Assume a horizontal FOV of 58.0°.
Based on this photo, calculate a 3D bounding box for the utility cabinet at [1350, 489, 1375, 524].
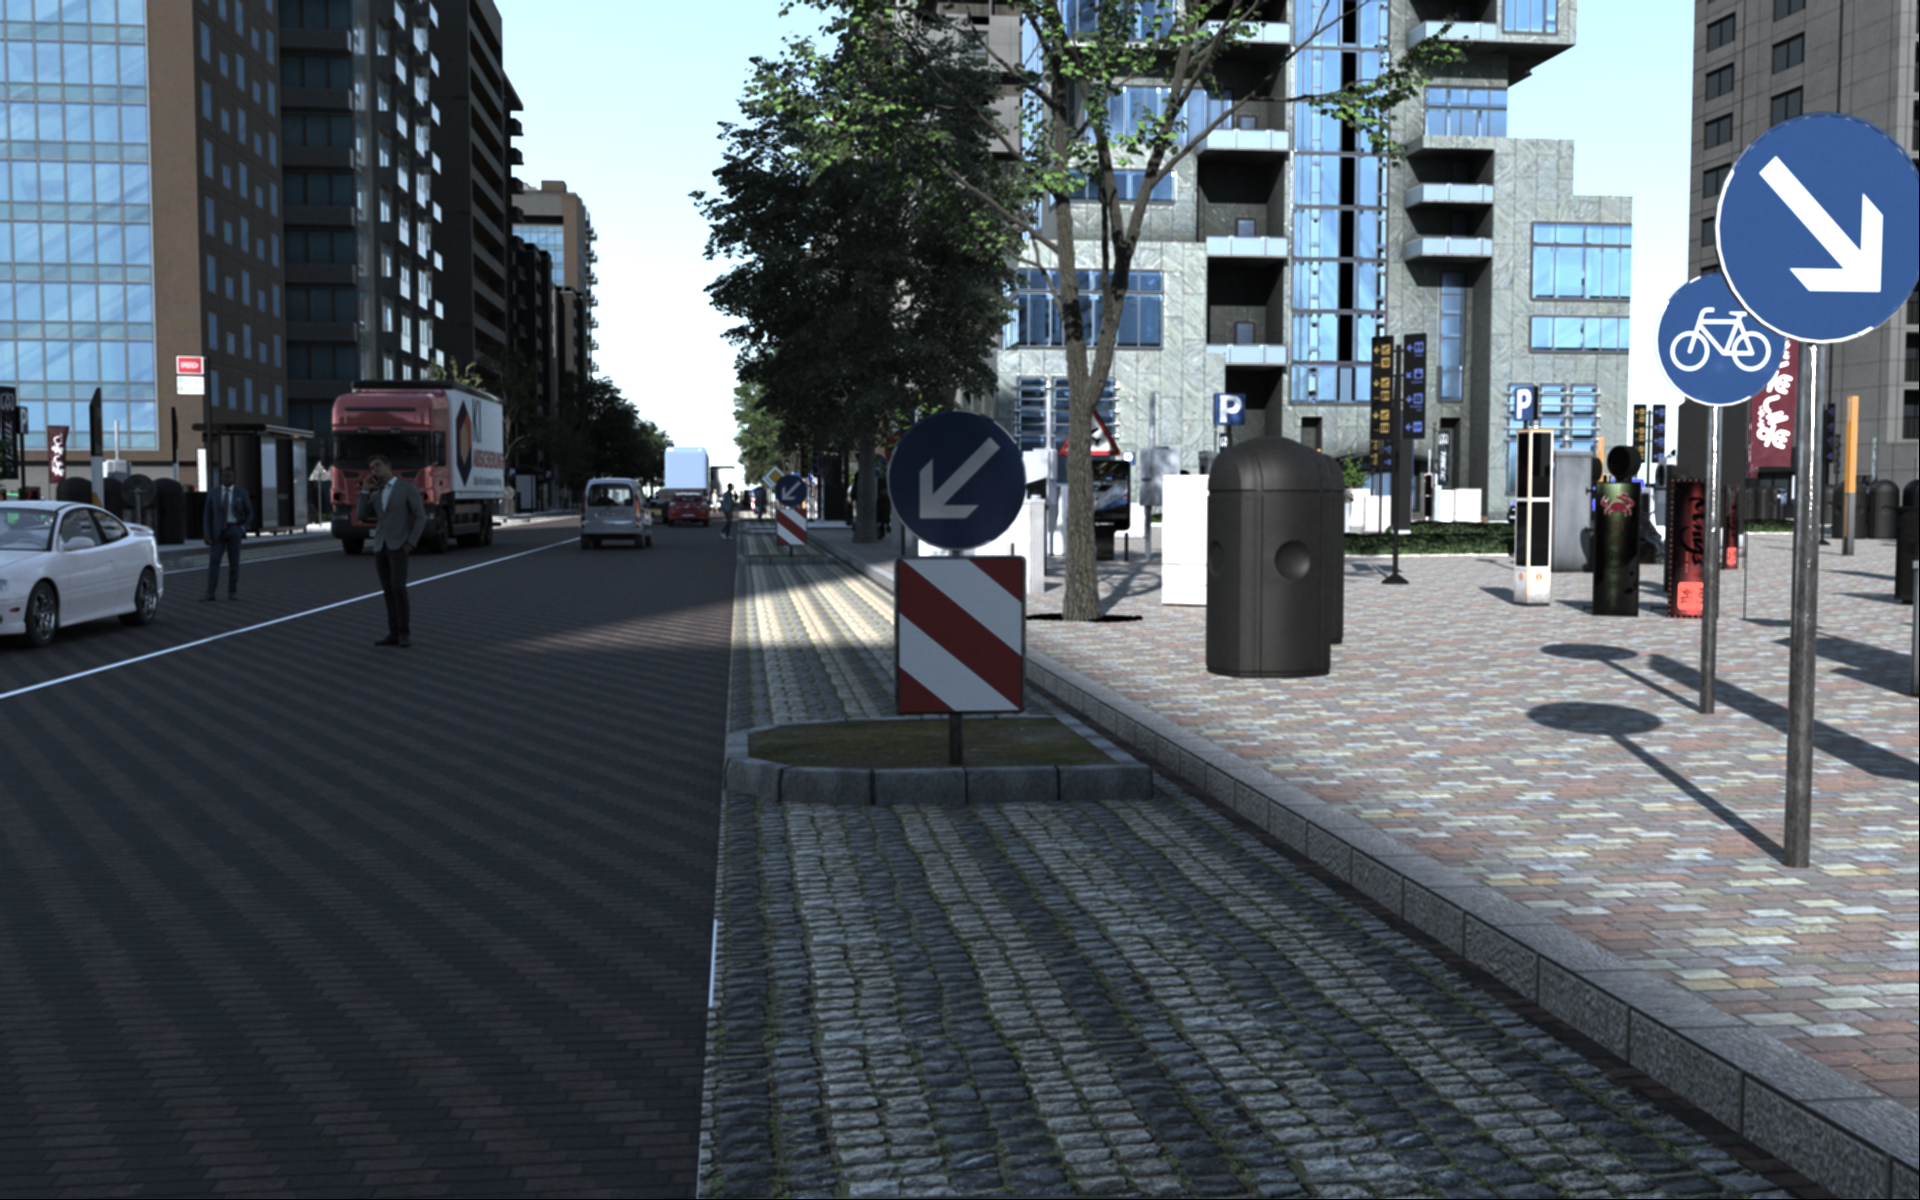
[{"bbox_3d":[16.762,-3.907,72.564,1.173,1.500,0.318,2,4,35],"label":"utility cabinet"}]

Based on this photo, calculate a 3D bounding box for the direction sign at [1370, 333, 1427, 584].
[{"bbox_3d":[6.246,-2.003,24.754,0.379,3.537,0.876,-3,5,-43],"label":"direction sign"}]

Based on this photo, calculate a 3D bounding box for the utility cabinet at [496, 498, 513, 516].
[{"bbox_3d":[-26.497,-5.503,101.137,1.020,1.237,0.306,3,5,42],"label":"utility cabinet"}]

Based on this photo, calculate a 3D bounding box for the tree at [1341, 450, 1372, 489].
[{"bbox_3d":[17.273,-5.050,77.170,1.663,3.219,1.824,0,3,0],"label":"tree"}]

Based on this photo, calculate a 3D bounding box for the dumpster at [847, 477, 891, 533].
[{"bbox_3d":[-2.998,-3.423,58.464,1.502,2.255,1.985,0,4,-7],"label":"dumpster"}]

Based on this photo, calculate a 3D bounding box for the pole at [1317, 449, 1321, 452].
[{"bbox_3d":[16.217,-5.167,78.324,0.158,3.312,0.155,0,3,0],"label":"pole"}]

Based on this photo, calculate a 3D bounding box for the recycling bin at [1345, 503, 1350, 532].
[{"bbox_3d":[10.559,-2.234,49.074,0.722,1.027,0.722,3,5,41],"label":"recycling bin"}]

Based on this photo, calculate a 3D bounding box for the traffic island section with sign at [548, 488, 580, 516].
[{"bbox_3d":[-26.485,-6.557,115.839,1.989,1.847,2.006,0,4,-7],"label":"traffic island section with sign"}]

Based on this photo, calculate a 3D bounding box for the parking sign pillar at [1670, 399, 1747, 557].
[{"bbox_3d":[15.455,-2.885,35.639,1.447,3.967,1.447,2,4,24],"label":"parking sign pillar"}]

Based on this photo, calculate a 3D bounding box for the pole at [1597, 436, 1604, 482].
[{"bbox_3d":[22.706,-4.133,61.422,0.158,3.312,0.155,0,3,0],"label":"pole"}]

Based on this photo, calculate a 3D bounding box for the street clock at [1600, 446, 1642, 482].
[{"bbox_3d":[9.953,-1.311,26.000,0.358,2.002,0.471,-2,4,-24],"label":"street clock"}]

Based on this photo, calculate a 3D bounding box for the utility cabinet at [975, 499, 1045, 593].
[{"bbox_3d":[0.644,-0.710,22.778,0.306,1.237,1.020,-3,5,-45],"label":"utility cabinet"}]

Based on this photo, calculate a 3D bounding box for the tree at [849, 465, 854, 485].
[{"bbox_3d":[-6.714,-6.386,99.014,1.663,3.219,1.824,0,3,0],"label":"tree"}]

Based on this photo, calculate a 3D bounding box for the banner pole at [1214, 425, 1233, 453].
[{"bbox_3d":[9.449,-4.442,62.641,0.863,3.779,0.401,0,4,-4],"label":"banner pole"}]

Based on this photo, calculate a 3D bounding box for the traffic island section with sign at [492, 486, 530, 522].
[{"bbox_3d":[-22.971,-4.864,88.156,1.989,1.847,2.006,0,4,-7],"label":"traffic island section with sign"}]

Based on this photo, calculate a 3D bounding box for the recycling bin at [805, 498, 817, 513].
[{"bbox_3d":[-10.281,-6.548,119.618,0.722,1.027,0.722,-1,4,-19],"label":"recycling bin"}]

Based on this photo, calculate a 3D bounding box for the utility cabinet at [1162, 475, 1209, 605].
[{"bbox_3d":[2.903,-0.675,19.721,1.173,1.500,0.318,2,4,31],"label":"utility cabinet"}]

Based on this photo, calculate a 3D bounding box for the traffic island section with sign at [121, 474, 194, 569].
[{"bbox_3d":[-16.071,-1.528,33.604,1.989,1.847,2.006,0,4,-7],"label":"traffic island section with sign"}]

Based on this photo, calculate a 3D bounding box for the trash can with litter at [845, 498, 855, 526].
[{"bbox_3d":[-4.260,-3.581,69.938,0.624,1.170,1.055,-1,4,-22],"label":"trash can with litter"}]

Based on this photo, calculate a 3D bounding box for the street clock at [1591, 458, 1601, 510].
[{"bbox_3d":[12.612,-1.839,34.633,0.358,2.002,0.471,0,4,-7],"label":"street clock"}]

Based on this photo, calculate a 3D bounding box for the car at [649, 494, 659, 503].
[{"bbox_3d":[-28.509,-9.212,162.624,2.014,1.417,4.499,-1,4,-8],"label":"car"}]

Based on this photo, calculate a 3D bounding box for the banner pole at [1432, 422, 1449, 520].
[{"bbox_3d":[16.587,-4.277,59.942,0.401,3.779,0.863,-3,4,-36],"label":"banner pole"}]

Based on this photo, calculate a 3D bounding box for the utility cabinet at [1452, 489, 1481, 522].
[{"bbox_3d":[20.966,-3.853,71.682,1.173,1.500,0.318,-1,4,-16],"label":"utility cabinet"}]

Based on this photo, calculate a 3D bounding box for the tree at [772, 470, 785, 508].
[{"bbox_3d":[-13.841,-8.591,135.063,1.663,3.219,1.824,0,3,0],"label":"tree"}]

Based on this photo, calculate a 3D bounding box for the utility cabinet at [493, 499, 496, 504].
[{"bbox_3d":[-36.892,-7.756,137.974,1.020,1.237,0.306,1,4,12],"label":"utility cabinet"}]

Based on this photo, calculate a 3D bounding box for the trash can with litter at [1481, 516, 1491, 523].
[{"bbox_3d":[23.238,-4.047,77.559,1.055,1.170,0.624,2,4,27],"label":"trash can with litter"}]

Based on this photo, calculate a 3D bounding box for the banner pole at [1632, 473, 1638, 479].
[{"bbox_3d":[43.077,-7.381,110.692,0.401,3.779,0.863,-1,4,-10],"label":"banner pole"}]

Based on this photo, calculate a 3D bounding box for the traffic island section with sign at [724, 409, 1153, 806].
[{"bbox_3d":[-0.210,-0.016,8.882,1.989,1.847,2.006,0,4,-7],"label":"traffic island section with sign"}]

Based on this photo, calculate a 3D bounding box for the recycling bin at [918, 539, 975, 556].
[{"bbox_3d":[-0.171,-0.886,27.035,0.722,1.027,0.722,2,4,33],"label":"recycling bin"}]

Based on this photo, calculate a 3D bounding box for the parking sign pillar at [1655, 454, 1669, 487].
[{"bbox_3d":[42.159,-7.040,103.579,1.447,3.967,1.447,-2,4,-30],"label":"parking sign pillar"}]

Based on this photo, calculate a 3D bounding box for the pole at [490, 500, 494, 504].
[{"bbox_3d":[-30.868,-7.357,114.131,0.158,3.312,0.155,0,3,0],"label":"pole"}]

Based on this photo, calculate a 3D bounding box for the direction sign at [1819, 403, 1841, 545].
[{"bbox_3d":[21.783,-3.159,43.655,0.379,3.537,0.876,0,4,1],"label":"direction sign"}]

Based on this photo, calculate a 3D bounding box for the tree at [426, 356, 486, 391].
[{"bbox_3d":[-26.895,-8.640,91.634,4.737,8.622,4.395,0,3,0],"label":"tree"}]

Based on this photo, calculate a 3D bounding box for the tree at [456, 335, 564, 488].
[{"bbox_3d":[-27.278,-10.276,102.427,8.767,10.594,7.601,2,4,25],"label":"tree"}]

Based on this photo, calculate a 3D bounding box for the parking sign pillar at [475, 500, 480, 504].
[{"bbox_3d":[-27.223,-6.609,96.535,1.447,3.967,1.447,2,4,33],"label":"parking sign pillar"}]

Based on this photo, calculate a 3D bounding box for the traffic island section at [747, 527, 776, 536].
[{"bbox_3d":[-6.374,-2.318,60.175,2.009,0.180,2.903,0,4,-7],"label":"traffic island section"}]

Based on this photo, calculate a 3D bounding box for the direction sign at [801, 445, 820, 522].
[{"bbox_3d":[-6.926,-5.404,80.345,0.876,3.537,0.379,0,4,1],"label":"direction sign"}]

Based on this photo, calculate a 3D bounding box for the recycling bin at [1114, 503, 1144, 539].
[{"bbox_3d":[4.805,-2.274,49.740,0.722,1.027,0.722,-3,4,-36],"label":"recycling bin"}]

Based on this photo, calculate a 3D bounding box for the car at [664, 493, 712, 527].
[{"bbox_3d":[-12.197,-4.201,77.733,2.155,1.783,4.494,-1,4,-9],"label":"car"}]

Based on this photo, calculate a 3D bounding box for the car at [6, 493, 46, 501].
[{"bbox_3d":[-33.181,-3.203,61.158,4.718,1.807,1.959,0,4,-7],"label":"car"}]

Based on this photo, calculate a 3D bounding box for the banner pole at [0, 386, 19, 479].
[{"bbox_3d":[-19.542,-2.776,35.409,0.401,3.779,0.863,1,4,11],"label":"banner pole"}]

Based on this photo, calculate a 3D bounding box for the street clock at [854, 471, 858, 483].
[{"bbox_3d":[-2.919,-2.899,51.975,0.471,2.002,0.358,1,4,10],"label":"street clock"}]

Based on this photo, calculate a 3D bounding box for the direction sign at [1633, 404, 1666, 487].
[{"bbox_3d":[17.368,-3.163,43.714,0.876,3.537,0.379,-1,4,-10],"label":"direction sign"}]

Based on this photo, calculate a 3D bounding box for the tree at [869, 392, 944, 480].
[{"bbox_3d":[-0.707,-2.354,33.091,1.663,3.219,1.824,0,3,0],"label":"tree"}]

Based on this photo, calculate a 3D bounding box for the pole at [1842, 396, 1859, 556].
[{"bbox_3d":[18.569,-2.586,36.118,0.158,3.312,0.155,0,3,0],"label":"pole"}]

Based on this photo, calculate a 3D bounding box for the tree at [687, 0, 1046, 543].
[{"bbox_3d":[-2.522,-8.479,45.293,9.857,13.997,8.962,0,3,0],"label":"tree"}]

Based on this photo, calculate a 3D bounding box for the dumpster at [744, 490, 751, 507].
[{"bbox_3d":[-21.702,-10.564,180.934,1.865,1.857,1.264,0,4,-6],"label":"dumpster"}]

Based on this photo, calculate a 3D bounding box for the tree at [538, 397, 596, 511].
[{"bbox_3d":[-31.375,-11.504,138.453,4.360,8.622,3.978,0,3,0],"label":"tree"}]

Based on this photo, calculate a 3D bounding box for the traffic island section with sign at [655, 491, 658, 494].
[{"bbox_3d":[-43.129,-14.597,247.289,1.989,1.847,2.006,0,4,-7],"label":"traffic island section with sign"}]

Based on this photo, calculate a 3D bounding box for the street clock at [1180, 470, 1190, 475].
[{"bbox_3d":[6.706,-2.911,52.162,0.471,2.002,0.358,1,4,15],"label":"street clock"}]

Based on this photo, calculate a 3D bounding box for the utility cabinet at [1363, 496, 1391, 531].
[{"bbox_3d":[14.700,-3.036,60.800,1.020,1.237,0.306,0,4,1],"label":"utility cabinet"}]

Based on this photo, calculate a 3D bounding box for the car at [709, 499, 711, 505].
[{"bbox_3d":[-29.981,-12.048,206.567,1.945,1.707,3.694,0,4,-7],"label":"car"}]

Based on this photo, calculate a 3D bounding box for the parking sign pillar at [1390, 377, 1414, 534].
[{"bbox_3d":[10.309,-3.178,40.435,1.447,3.967,1.447,1,4,12],"label":"parking sign pillar"}]

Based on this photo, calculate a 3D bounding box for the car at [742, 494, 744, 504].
[{"bbox_3d":[-29.377,-14.153,240.191,1.959,1.807,4.718,0,4,-6],"label":"car"}]

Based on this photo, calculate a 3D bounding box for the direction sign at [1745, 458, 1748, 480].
[{"bbox_3d":[42.000,-6.194,93.262,0.876,3.537,0.379,1,4,18],"label":"direction sign"}]

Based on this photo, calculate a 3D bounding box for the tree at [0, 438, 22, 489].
[{"bbox_3d":[-18.392,-2.304,32.265,1.663,3.219,1.824,0,3,0],"label":"tree"}]

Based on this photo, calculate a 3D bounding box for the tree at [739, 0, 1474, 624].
[{"bbox_3d":[1.374,-5.607,17.431,9.928,11.665,9.643,0,3,0],"label":"tree"}]

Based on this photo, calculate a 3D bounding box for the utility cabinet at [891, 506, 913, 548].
[{"bbox_3d":[-1.402,-1.858,41.539,0.306,1.237,1.020,1,4,13],"label":"utility cabinet"}]

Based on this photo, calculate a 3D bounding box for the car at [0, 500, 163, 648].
[{"bbox_3d":[-9.646,-0.316,17.536,2.083,1.381,4.827,0,4,-7],"label":"car"}]
